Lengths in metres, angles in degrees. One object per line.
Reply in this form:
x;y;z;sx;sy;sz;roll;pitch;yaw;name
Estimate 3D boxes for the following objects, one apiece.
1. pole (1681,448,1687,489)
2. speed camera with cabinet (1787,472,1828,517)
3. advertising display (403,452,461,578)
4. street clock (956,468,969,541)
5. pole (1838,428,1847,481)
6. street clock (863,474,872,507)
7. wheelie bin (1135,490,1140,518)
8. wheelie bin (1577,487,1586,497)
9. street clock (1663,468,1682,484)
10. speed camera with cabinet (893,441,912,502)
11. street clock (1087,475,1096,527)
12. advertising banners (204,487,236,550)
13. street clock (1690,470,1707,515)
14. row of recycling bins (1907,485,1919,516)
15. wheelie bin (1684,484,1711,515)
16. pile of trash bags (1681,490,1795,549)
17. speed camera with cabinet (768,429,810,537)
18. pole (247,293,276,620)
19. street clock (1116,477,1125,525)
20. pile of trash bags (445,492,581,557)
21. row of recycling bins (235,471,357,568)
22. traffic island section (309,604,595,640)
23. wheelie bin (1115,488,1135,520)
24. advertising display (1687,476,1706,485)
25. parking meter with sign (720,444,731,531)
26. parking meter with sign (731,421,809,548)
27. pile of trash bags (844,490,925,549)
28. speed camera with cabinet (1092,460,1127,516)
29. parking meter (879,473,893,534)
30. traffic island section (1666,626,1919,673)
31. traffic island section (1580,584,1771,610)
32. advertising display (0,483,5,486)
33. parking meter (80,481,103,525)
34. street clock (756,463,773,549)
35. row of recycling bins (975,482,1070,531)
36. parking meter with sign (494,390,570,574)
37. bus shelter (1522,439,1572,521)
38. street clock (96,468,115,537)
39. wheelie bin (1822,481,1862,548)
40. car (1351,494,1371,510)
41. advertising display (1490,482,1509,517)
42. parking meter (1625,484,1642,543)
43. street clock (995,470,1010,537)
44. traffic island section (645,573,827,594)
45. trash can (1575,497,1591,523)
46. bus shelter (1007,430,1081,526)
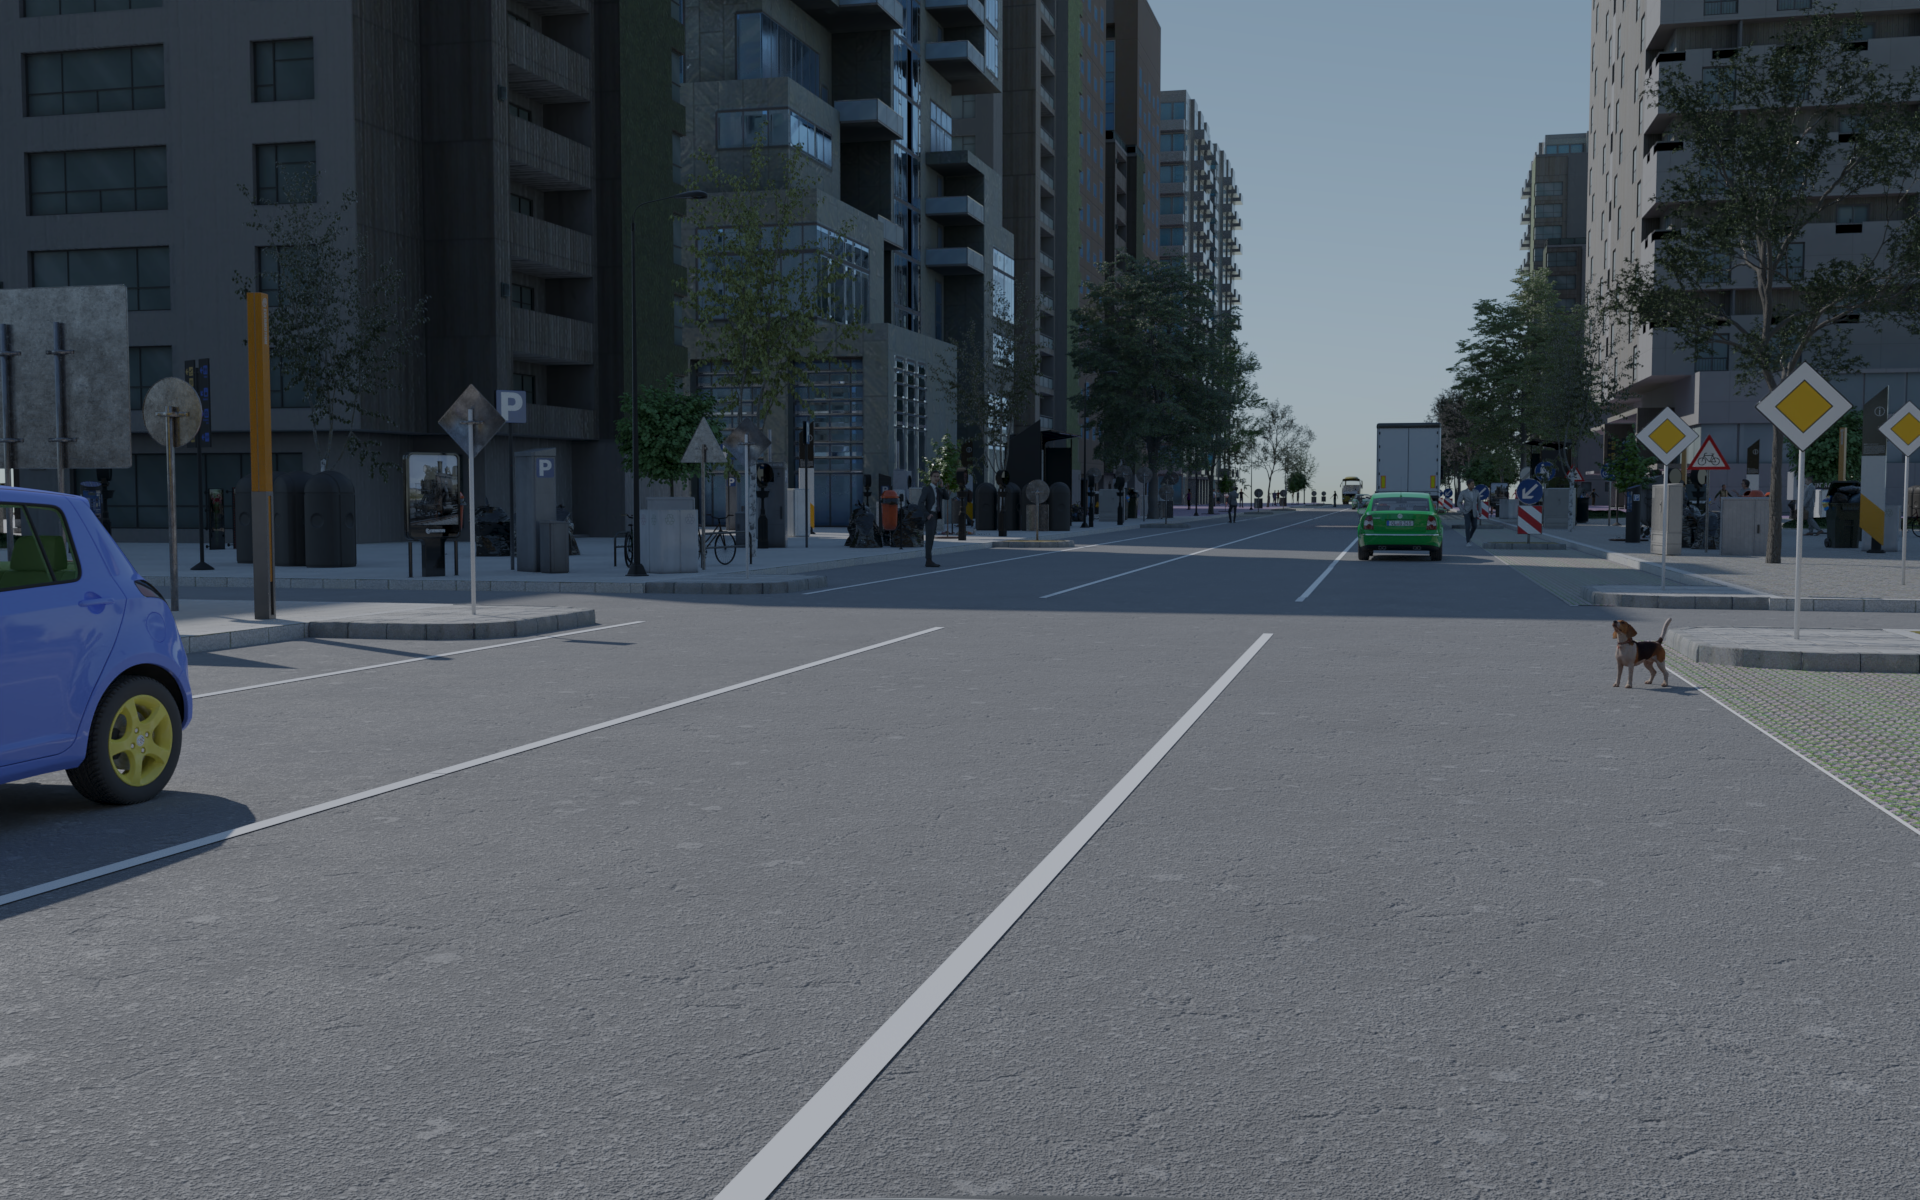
25.047;-4.043;59.942;0.158;3.312;0.155;0;3;0;pole
33.447;-4.482;67.617;2.038;3.252;0.660;0;4;1;speed camera with cabinet
-8.188;-1.326;26.886;0.123;1.923;0.974;3;4;36;advertising display
0.061;-2.639;47.725;0.358;2.002;0.471;1;4;15;street clock
27.092;-3.631;53.218;0.158;3.312;0.155;0;3;0;pole
-3.375;-3.584;63.162;0.358;2.002;0.471;-1;4;-13;street clock
9.089;-5.108;91.425;0.693;1.594;0.980;1;4;18;wheelie bin
28.861;-4.469;80.977;0.693;1.594;0.980;-2;4;-33;wheelie bin
19.747;-2.659;48.045;0.471;2.002;0.358;-2;4;-23;street clock
-2.301;-4.275;64.238;0.660;3.252;2.038;1;4;13;speed camera with cabinet
5.065;-3.812;66.895;0.358;2.002;0.471;0;4;1;street clock
-16.865;-2.710;40.499;0.090;3.025;2.074;1;4;20;advertising banners
19.885;-2.575;46.667;0.471;2.002;0.358;-3;4;-36;street clock
45.149;-4.552;81.534;1.069;1.692;3.534;1;4;22;row of recycling bins
23.838;-2.958;56.266;0.980;1.594;0.693;0;4;3;wheelie bin
17.936;-1.873;40.382;1.912;1.369;3.447;0;4;2;pile of trash bags
-5.281;-3.564;52.606;0.660;3.252;2.038;-2;4;-34;speed camera with cabinet
-7.130;-1.458;17.677;0.158;3.312;0.155;0;3;0;pole
6.616;-4.097;71.551;0.358;2.002;0.471;-1;4;-17;street clock
-9.626;-1.625;36.318;3.447;1.369;1.912;2;4;27;pile of trash bags
-12.060;-1.480;31.308;3.534;1.692;1.069;3;5;44;row of recycling bins
-5.213;0.232;18.480;2.009;0.180;2.903;1;4;14;traffic island section
7.863;-4.704;84.814;0.980;1.594;0.693;1;4;19;wheelie bin
26.313;-3.484;62.175;0.974;1.923;0.123;3;5;39;advertising display
-7.977;-3.972;61.204;0.543;3.016;1.738;0;4;6;parking meter with sign
-4.494;-2.760;41.387;1.738;3.016;0.543;0;4;2;parking meter with sign
-1.763;-1.942;41.501;1.912;1.369;3.447;0;4;-7;pile of trash bags
8.520;-6.414;99.210;2.038;3.252;0.660;2;4;27;speed camera with cabinet
-2.085;-2.626;48.645;0.399;1.863;0.255;0;4;-1;parking meter
7.429;0.428;15.282;2.009;0.180;2.903;1;4;14;traffic island section
9.391;-0.045;23.023;2.009;0.180;2.903;1;4;14;traffic island section
-55.376;-5.801;100.059;0.974;1.923;0.123;-1;4;-13;advertising display
-16.544;-1.504;33.007;0.372;1.533;0.369;0;3;0;parking meter
-4.634;-2.208;40.674;0.471;2.002;0.358;-3;5;-42;street clock
2.181;-3.272;60.613;3.534;1.692;1.069;1;4;22;row of recycling bins
-7.013;-1.975;28.555;0.543;3.016;1.738;-3;5;-41;parking meter with sign
25.833;-5.199;76.281;1.731;3.624;6.357;1;4;14;bus shelter
-16.749;-1.797;33.943;0.358;2.002;0.471;-1;4;-19;street clock
21.082;-2.039;41.239;0.980;1.594;0.693;0;4;2;wheelie bin
37.056;-9.028;159.410;2.131;1.459;4.920;1;4;15;car
29.799;-5.535;95.710;0.974;1.923;0.123;2;4;26;advertising display
17.751;-2.278;45.650;0.372;1.533;0.369;0;3;0;parking meter
1.288;-2.914;52.210;0.358;2.002;0.471;2;4;35;street clock
-3.250;-0.241;26.221;2.009;0.180;2.903;1;4;14;traffic island section
27.538;-3.981;76.748;0.748;1.137;0.748;0;3;0;trash can
3.249;-4.597;66.445;1.731;3.624;6.357;1;4;14;bus shelter
